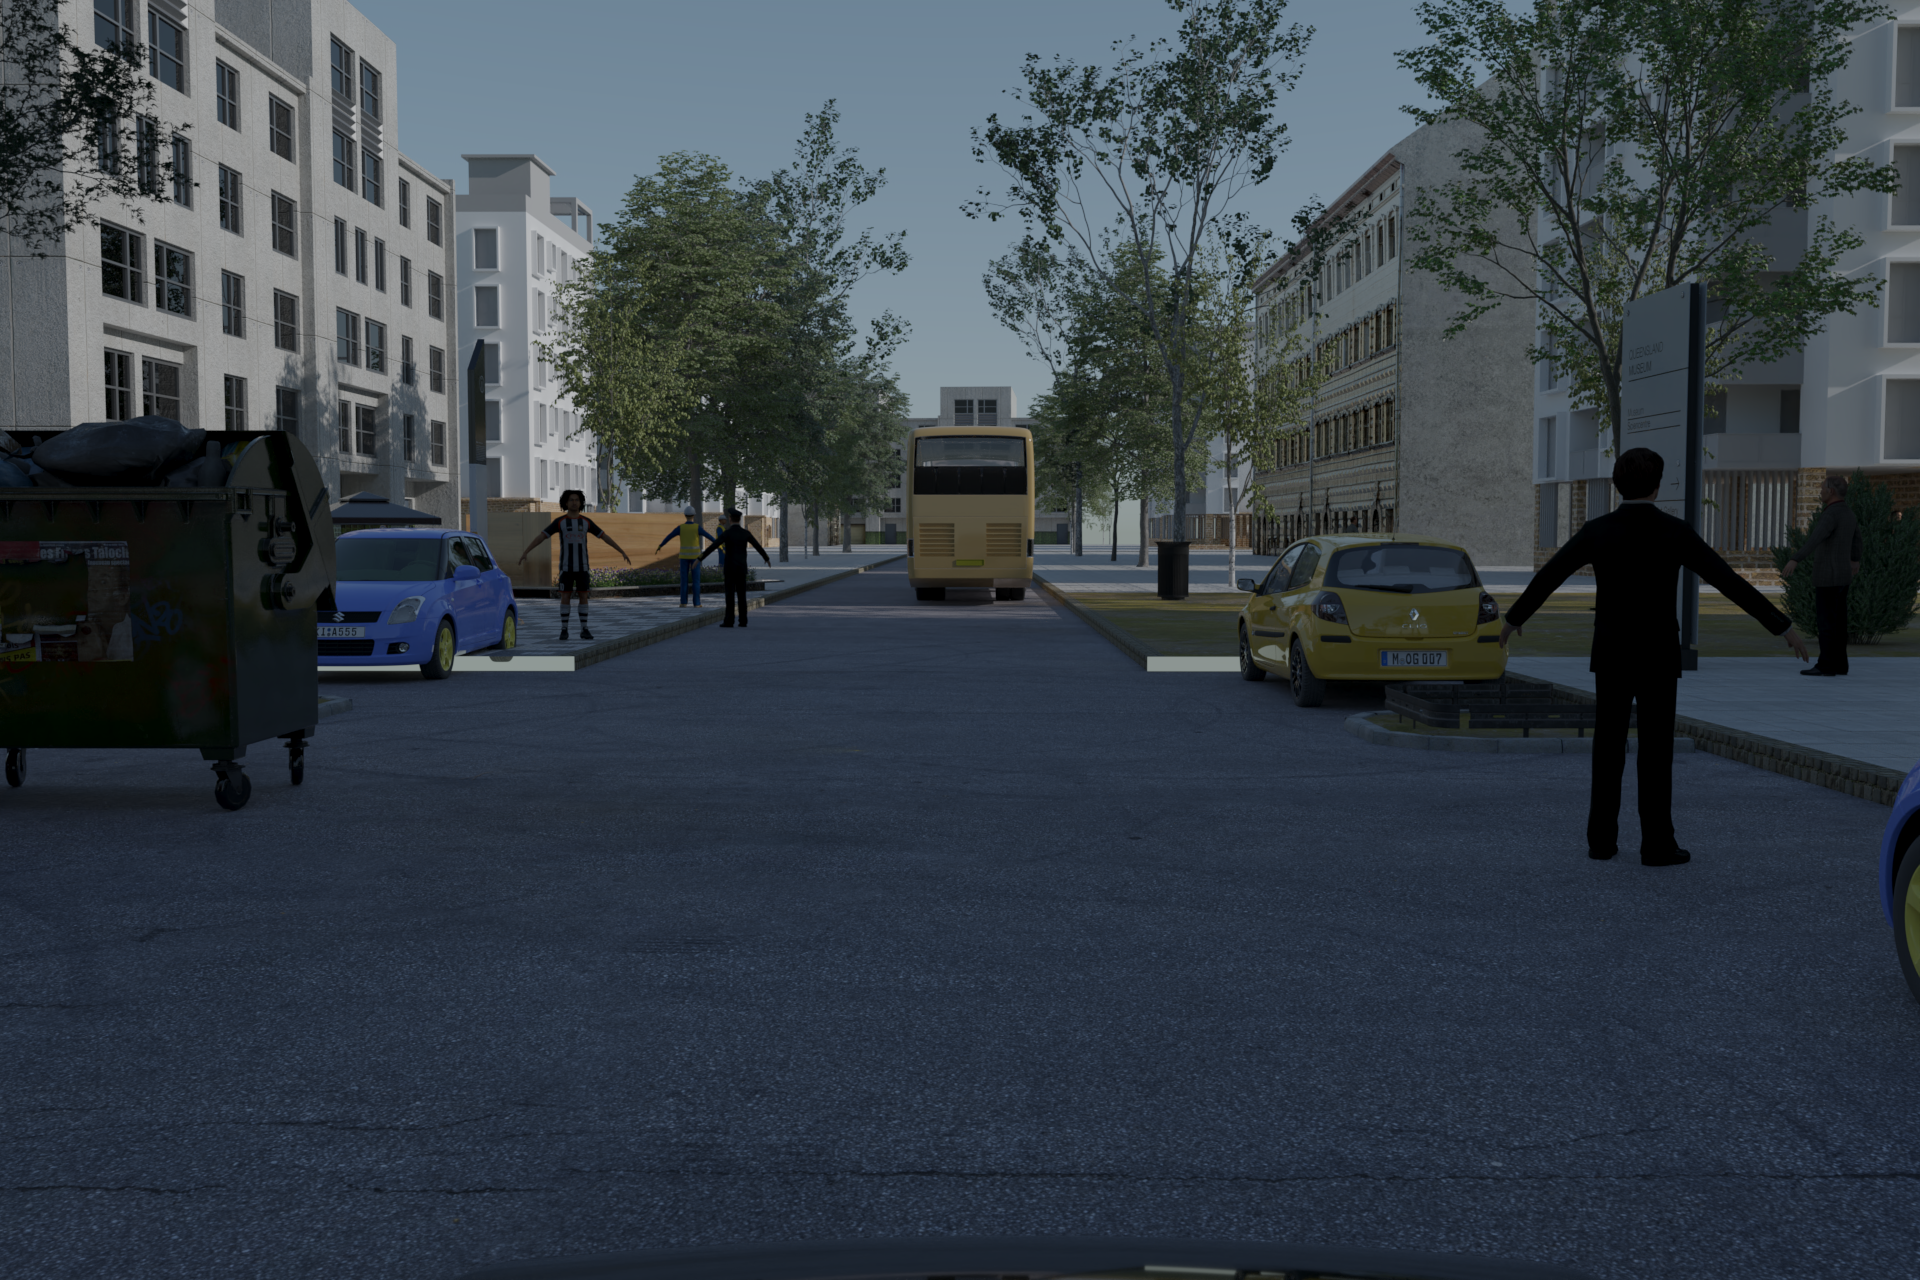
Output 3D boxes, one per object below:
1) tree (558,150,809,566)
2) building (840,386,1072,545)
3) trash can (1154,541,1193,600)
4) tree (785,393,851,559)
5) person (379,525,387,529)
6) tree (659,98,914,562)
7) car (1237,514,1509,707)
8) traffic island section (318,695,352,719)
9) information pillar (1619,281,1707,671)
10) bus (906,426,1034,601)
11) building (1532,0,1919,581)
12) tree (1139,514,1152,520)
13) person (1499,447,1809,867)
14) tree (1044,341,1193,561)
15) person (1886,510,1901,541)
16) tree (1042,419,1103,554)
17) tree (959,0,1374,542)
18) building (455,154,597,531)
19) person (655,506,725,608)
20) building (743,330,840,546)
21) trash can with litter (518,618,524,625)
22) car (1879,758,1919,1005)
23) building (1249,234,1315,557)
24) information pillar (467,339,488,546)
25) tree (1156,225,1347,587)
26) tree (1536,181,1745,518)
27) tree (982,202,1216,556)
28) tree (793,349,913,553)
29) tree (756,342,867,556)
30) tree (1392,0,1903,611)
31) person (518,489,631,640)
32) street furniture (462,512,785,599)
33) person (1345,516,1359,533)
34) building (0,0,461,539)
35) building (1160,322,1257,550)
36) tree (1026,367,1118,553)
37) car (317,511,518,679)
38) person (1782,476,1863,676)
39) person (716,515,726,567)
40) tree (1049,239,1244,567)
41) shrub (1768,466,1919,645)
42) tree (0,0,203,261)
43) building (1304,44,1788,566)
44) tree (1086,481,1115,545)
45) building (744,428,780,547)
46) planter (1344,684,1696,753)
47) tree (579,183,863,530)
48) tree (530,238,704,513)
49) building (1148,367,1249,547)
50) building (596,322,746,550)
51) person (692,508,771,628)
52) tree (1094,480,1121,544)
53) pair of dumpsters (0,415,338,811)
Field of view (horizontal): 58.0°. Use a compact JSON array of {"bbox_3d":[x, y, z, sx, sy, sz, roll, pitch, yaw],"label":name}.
[{"bbox_3d":[-8.401,-8.196,52.124,7.486,12.596,7.792,0,3,0],"label":"tree"},{"bbox_3d":[-1.759,-21.138,214.525,31.486,18.905,16.747,0,4,4],"label":"building"},{"bbox_3d":[4.148,-1.348,33.690,0.748,1.137,0.748,0,3,0],"label":"trash can"},{"bbox_3d":[-7.702,-8.481,89.030,4.737,8.622,4.395,0,3,0],"label":"tree"},{"bbox_3d":[-17.442,-2.857,52.565,0.705,1.847,1.347,-2,4,-23],"label":"person"},{"bbox_3d":[-7.797,-13.526,77.046,12.611,20.169,13.585,0,3,0],"label":"tree"},{"bbox_3d":[3.618,-0.339,15.764,2.015,1.641,3.980,0,4,0],"label":"car"},{"bbox_3d":[-5.954,0.564,13.653,1.991,0.108,1.994,0,4,1],"label":"traffic island section"},{"bbox_3d":[6.849,-1.569,16.977,0.184,3.620,1.656,0,4,0],"label":"information pillar"},{"bbox_3d":[0.251,-2.971,40.124,2.896,3.916,12.252,0,4,0],"label":"bus"},{"bbox_3d":[24.040,-12.153,55.116,16.016,20.090,11.380,0,4,1],"label":"building"},{"bbox_3d":[25.685,-18.058,213.382,7.486,12.596,7.792,0,3,0],"label":"tree"},{"bbox_3d":[2.972,0.065,7.588,1.347,1.806,0.705,3,5,42],"label":"person"},{"bbox_3d":[7.647,-9.032,82.088,7.601,10.594,8.767,-1,4,-10],"label":"tree"},{"bbox_3d":[20.968,-1.997,38.792,1.346,1.812,0.704,-3,5,-44],"label":"person"},{"bbox_3d":[7.130,-9.803,110.643,4.360,8.622,3.978,0,3,0],"label":"tree"},{"bbox_3d":[6.287,-12.129,54.195,12.611,20.169,13.585,0,3,0],"label":"tree"},{"bbox_3d":[-26.092,-14.148,87.732,16.016,20.090,11.380,0,4,-1],"label":"building"},{"bbox_3d":[-4.722,-1.459,30.312,1.216,1.772,0.721,0,4,-5],"label":"person"},{"bbox_3d":[-23.087,-21.957,189.928,19.493,23.208,18.063,0,4,0],"label":"building"},{"bbox_3d":[-6.428,-0.733,23.365,1.055,1.170,0.624,0,4,0],"label":"trash can with litter"},{"bbox_3d":[3.650,0.350,3.875,1.945,1.707,3.694,0,4,1],"label":"car"},{"bbox_3d":[27.232,-16.248,96.590,19.493,23.208,18.063,0,3,0],"label":"building"},{"bbox_3d":[-5.741,-1.792,20.652,0.183,3.616,0.504,0,4,0],"label":"information pillar"},{"bbox_3d":[6.826,-5.593,41.801,4.737,8.622,4.395,0,3,0],"label":"tree"},{"bbox_3d":[14.106,-5.235,35.958,4.737,8.622,4.395,0,3,0],"label":"tree"},{"bbox_3d":[8.104,-14.840,98.518,12.611,20.169,13.585,0,3,0],"label":"tree"},{"bbox_3d":[-7.869,-12.958,118.522,9.857,13.997,8.962,0,3,0],"label":"tree"},{"bbox_3d":[-8.852,-11.237,101.859,7.486,12.596,7.792,0,3,0],"label":"tree"},{"bbox_3d":[11.050,-6.279,28.419,9.928,11.665,9.643,0,3,0],"label":"tree"},{"bbox_3d":[-4.692,-0.913,21.074,1.345,1.843,0.704,-1,4,-21],"label":"person"},{"bbox_3d":[-7.497,-1.907,38.041,9.812,1.723,11.010,2,4,28],"label":"street furniture"},{"bbox_3d":[11.520,-2.716,50.681,0.705,1.796,1.348,-1,4,-20],"label":"person"},{"bbox_3d":[-28.604,-11.497,54.441,16.747,18.905,31.486,0,4,0],"label":"building"},{"bbox_3d":[23.115,-18.251,154.828,16.016,20.090,11.380,0,3,0],"label":"building"},{"bbox_3d":[7.494,-12.212,117.801,7.486,12.596,7.792,0,3,0],"label":"tree"},{"bbox_3d":[-5.891,-0.526,18.190,1.945,1.707,3.694,0,4,0],"label":"car"},{"bbox_3d":[7.891,-0.584,15.725,1.348,1.807,0.705,-3,4,-39],"label":"person"},{"bbox_3d":[-6.783,-2.670,49.623,0.705,1.833,1.349,0,4,1],"label":"person"},{"bbox_3d":[7.196,-9.141,67.586,7.486,12.596,7.792,0,3,0],"label":"tree"},{"bbox_3d":[10.407,-0.991,20.239,1.661,2.075,1.752,0,3,0],"label":"shrub"},{"bbox_3d":[-11.772,-5.013,16.374,8.767,10.594,7.601,-2,4,-34],"label":"tree"},{"bbox_3d":[26.715,-15.061,77.169,19.493,23.208,18.063,0,4,1],"label":"building"},{"bbox_3d":[17.662,-15.888,210.124,4.360,8.622,3.978,0,3,0],"label":"tree"},{"bbox_3d":[-23.740,-19.025,167.474,16.016,20.090,11.380,0,4,1],"label":"building"},{"bbox_3d":[3.811,0.540,12.313,1.991,0.319,1.994,0,4,-1],"label":"planter"},{"bbox_3d":[-8.426,-9.517,62.259,9.857,13.997,8.962,0,3,0],"label":"tree"},{"bbox_3d":[-8.787,-5.740,44.203,4.737,8.622,4.395,0,3,0],"label":"tree"},{"bbox_3d":[24.863,-19.917,182.061,16.016,20.090,11.380,0,4,1],"label":"building"},{"bbox_3d":[-24.555,-17.639,144.818,16.016,20.090,11.380,0,4,0],"label":"building"},{"bbox_3d":[-3.470,-1.116,26.639,1.347,1.837,0.705,-2,4,-35],"label":"person"},{"bbox_3d":[18.792,-16.144,214.315,4.360,8.622,3.978,0,3,0],"label":"tree"},{"bbox_3d":[-5.802,-0.268,9.325,4.436,2.255,1.574,0,4,0],"label":"pair of dumpsters"}]
